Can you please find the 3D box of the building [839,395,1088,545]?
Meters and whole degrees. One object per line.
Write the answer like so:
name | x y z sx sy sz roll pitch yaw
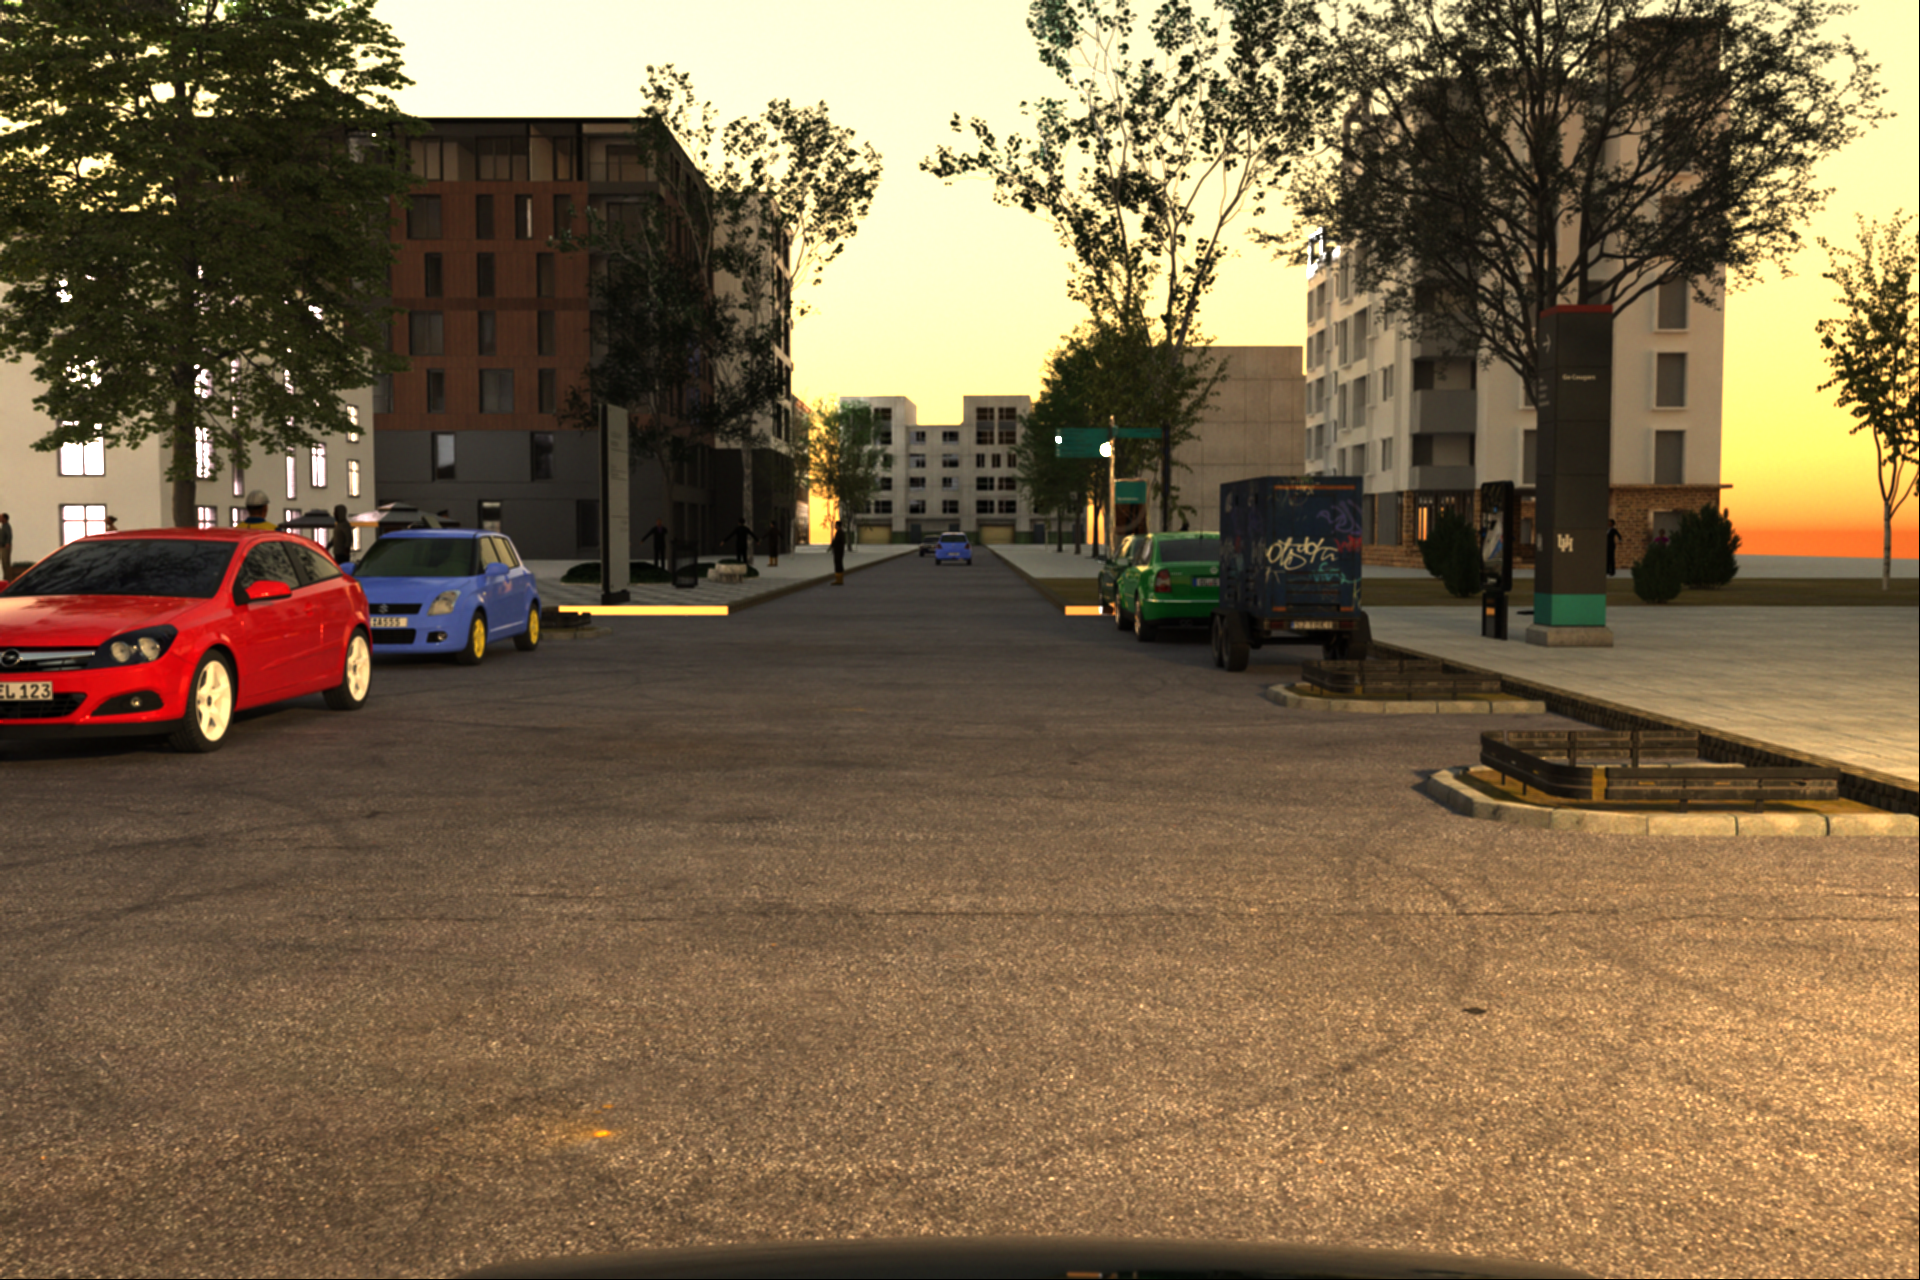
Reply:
building | 0.919 -21.901 226.992 31.486 18.905 16.747 0 4 4

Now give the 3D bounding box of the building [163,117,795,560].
building | -25.212 -15.754 101.560 27.936 21.610 32.646 0 3 0

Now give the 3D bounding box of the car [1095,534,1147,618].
car | 3.442 -1.097 29.739 2.131 1.459 4.920 0 4 -1

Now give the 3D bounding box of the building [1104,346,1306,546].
building | 23.831 -18.637 171.178 16.747 18.905 31.486 0 4 1

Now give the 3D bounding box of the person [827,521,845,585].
person | -3.449 -2.456 48.755 0.704 1.812 1.346 1 4 13

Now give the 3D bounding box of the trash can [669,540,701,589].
trash can | -6.505 -1.791 40.937 0.748 1.137 0.748 0 3 0

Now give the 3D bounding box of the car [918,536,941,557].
car | -1.713 -6.039 111.320 1.945 1.354 3.894 0 4 0

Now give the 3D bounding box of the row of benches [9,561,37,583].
row of benches | -22.466 -1.456 39.264 4.104 0.672 1.422 -2 4 -24

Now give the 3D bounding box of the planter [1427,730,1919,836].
planter | 3.582 0.729 9.215 1.991 0.319 1.994 0 4 1

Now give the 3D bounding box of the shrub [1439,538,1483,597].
shrub | 10.236 -1.470 35.150 1.383 1.207 1.383 0 3 0

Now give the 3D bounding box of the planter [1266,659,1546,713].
planter | 3.685 0.386 14.832 1.991 0.319 1.994 0 4 -1

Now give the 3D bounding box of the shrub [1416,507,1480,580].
shrub | 13.714 -2.724 48.584 1.661 2.075 1.752 0 3 0

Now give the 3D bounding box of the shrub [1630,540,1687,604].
shrub | 12.902 -1.277 32.002 1.383 1.207 1.383 0 3 0

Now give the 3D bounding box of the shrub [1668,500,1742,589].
shrub | 17.383 -2.226 40.434 1.661 2.075 1.752 0 3 0

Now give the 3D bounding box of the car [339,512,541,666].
car | -6.065 -0.637 20.001 1.945 1.707 3.694 0 4 0

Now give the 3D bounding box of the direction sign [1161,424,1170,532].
direction sign | 4.272 -2.696 36.073 0.379 3.537 0.876 0 4 -2

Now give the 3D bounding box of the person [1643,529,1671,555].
person | 19.462 -2.370 48.020 0.991 1.433 0.599 2 4 30

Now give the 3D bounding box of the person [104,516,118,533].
person | -21.075 -2.204 42.833 1.217 1.733 0.721 3 4 39

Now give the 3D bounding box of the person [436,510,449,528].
person | -11.843 -2.071 39.791 0.705 1.837 1.347 0 4 -7

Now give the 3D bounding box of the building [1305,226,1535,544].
building | 26.787 -15.350 107.399 16.016 20.090 11.380 0 4 0

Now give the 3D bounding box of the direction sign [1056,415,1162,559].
direction sign | 3.414 -3.036 38.397 2.525 3.948 1.411 0 4 0

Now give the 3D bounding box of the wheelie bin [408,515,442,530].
wheelie bin | -9.071 -1.324 29.558 0.693 1.594 0.980 0 4 0

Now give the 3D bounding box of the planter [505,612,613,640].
planter | -5.999 -0.205 24.486 1.991 0.319 1.994 0 4 0

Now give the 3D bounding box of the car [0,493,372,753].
car | -5.779 -0.222 12.663 2.155 1.783 4.494 0 3 0

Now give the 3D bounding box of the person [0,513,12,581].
person | -23.858 -2.261 43.237 0.705 1.796 1.348 -3 5 -42

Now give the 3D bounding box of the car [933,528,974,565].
car | -0.294 -4.385 81.289 1.945 1.707 3.694 0 4 0

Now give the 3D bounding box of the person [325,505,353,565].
person | -11.217 -1.542 31.348 0.705 1.813 1.348 -3 4 -36

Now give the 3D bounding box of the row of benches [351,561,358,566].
row of benches | -15.305 -1.510 40.152 4.104 0.672 1.422 1 4 12

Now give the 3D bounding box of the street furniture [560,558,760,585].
street furniture | -8.447 -2.003 48.375 5.734 0.657 10.072 0 4 -8

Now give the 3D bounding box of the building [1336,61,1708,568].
building | 21.955 -13.417 75.793 16.016 20.090 11.380 0 4 1

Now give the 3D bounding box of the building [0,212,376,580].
building | -25.433 -7.164 59.283 9.099 9.664 28.070 0 3 0

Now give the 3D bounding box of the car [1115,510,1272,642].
car | 3.230 -0.956 24.431 1.959 1.807 4.718 0 4 -1

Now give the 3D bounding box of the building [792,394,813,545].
building | -27.688 -22.702 202.099 19.493 23.208 18.063 0 3 0
